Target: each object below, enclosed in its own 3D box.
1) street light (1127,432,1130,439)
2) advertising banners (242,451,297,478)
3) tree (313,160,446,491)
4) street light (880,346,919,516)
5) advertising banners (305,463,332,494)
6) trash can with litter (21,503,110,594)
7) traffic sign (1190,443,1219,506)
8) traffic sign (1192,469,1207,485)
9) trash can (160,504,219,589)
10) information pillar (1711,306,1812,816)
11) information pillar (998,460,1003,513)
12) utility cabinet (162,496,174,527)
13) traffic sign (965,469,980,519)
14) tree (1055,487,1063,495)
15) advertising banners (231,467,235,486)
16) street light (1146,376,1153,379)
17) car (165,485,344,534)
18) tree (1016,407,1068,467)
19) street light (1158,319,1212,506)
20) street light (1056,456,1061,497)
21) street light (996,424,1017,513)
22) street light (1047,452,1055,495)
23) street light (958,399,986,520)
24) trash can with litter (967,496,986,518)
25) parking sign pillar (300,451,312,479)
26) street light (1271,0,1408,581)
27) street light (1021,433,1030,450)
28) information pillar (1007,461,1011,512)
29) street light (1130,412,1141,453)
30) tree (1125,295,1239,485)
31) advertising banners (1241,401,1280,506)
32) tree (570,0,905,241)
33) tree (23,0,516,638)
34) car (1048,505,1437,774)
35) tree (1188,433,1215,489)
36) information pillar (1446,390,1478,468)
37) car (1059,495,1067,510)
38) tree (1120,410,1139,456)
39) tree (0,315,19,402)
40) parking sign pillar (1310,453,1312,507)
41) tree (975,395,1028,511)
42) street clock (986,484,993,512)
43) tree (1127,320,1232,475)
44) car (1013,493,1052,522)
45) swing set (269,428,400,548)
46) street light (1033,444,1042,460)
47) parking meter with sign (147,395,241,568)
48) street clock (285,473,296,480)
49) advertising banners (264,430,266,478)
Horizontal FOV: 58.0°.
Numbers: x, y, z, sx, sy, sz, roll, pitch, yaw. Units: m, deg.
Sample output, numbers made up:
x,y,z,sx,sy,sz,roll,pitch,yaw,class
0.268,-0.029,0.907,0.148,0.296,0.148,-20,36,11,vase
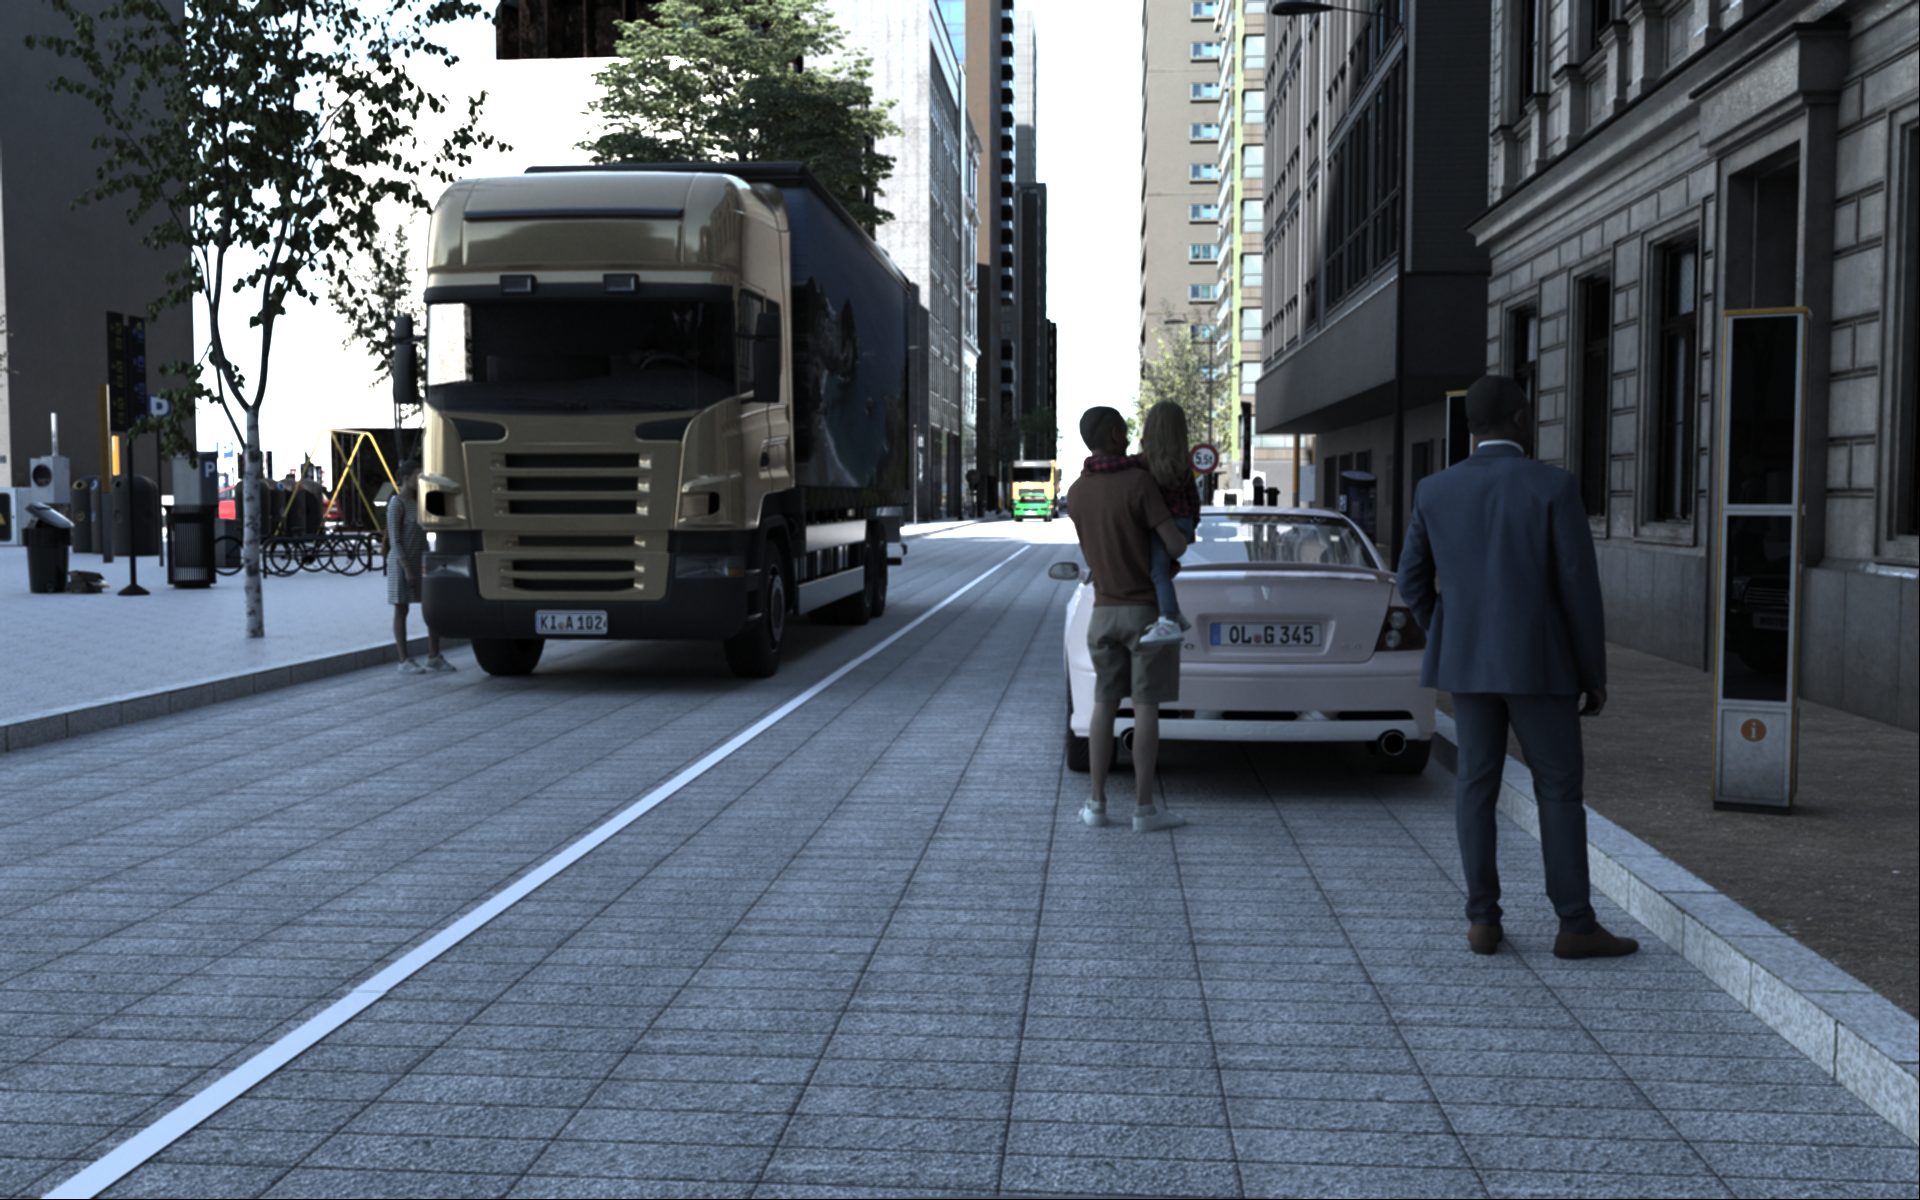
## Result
x,y,z,sx,sy,sz,roll,pitch,yaw,class
13.070,-9.566,128.947,1.470,5.913,1.316,0,4,5,street light
-26.558,-4.317,66.776,2.074,3.025,0.090,-1,4,-11,advertising banners
-12.108,-5.372,38.187,4.360,8.622,3.978,0,3,0,tree
-1.972,-5.023,54.668,1.470,5.913,1.316,0,4,5,street light
-35.644,-6.174,97.129,2.074,3.025,0.090,-2,4,-35,advertising banners
-11.617,-0.682,22.537,1.055,1.170,0.624,0,4,7,trash can with litter
6.154,-2.667,43.707,0.768,2.556,0.104,1,4,14,traffic sign
6.254,-2.599,46.131,0.795,2.450,0.064,0,4,5,traffic sign
-10.483,-0.732,23.615,0.748,1.137,0.748,0,3,0,trash can
3.248,-0.155,7.021,0.304,2.012,0.304,2,4,29,information pillar
2.774,-7.893,120.401,0.183,3.616,0.504,-2,4,-35,information pillar
-30.709,-3.405,66.827,1.020,1.237,0.306,-2,4,-34,utility cabinet
0.644,-5.424,88.794,0.768,2.556,0.104,1,4,14,traffic sign
14.644,-16.288,260.910,1.663,3.219,1.824,0,3,0,tree
-46.301,-7.026,111.061,0.090,3.025,2.074,0,4,0,advertising banners
8.029,-5.865,68.435,1.470,5.913,1.316,0,4,5,street light
-21.743,-2.731,53.320,5.304,1.827,2.281,0,4,4,car
8.978,-17.125,205.753,9.928,11.665,9.643,0,3,0,tree
6.114,-4.499,46.093,1.470,5.913,1.316,0,4,5,street light
11.387,-14.757,213.812,1.470,5.913,1.316,0,4,5,street light
3.030,-8.658,114.094,1.470,5.913,1.316,0,4,5,street light
9.418,-13.358,190.937,1.470,5.913,1.316,0,4,5,street light
0.567,-6.843,84.423,1.470,5.913,1.316,0,4,5,street light
0.902,-5.060,94.123,1.055,1.170,0.624,0,4,-2,trash can with litter
-40.606,-7.289,107.649,1.447,3.967,1.447,-3,4,-36,parking sign pillar
3.627,-2.684,16.424,1.470,5.913,1.316,0,4,5,street light
4.467,-9.710,131.305,1.470,5.913,1.316,0,4,5,street light
3.429,-7.953,121.387,0.183,3.616,0.504,2,4,26,information pillar
10.547,-7.707,98.543,1.470,5.913,1.316,0,4,5,street light
8.321,-6.915,63.428,4.360,8.622,3.978,0,3,0,tree
5.806,-2.287,33.574,0.090,3.025,2.074,2,4,31,advertising banners
-4.597,-7.157,35.137,7.486,12.596,7.792,0,3,0,tree
-6.278,-3.984,15.502,4.737,8.622,4.395,0,3,0,tree
1.556,0.127,10.285,2.083,1.381,4.827,0,4,4,car
11.055,-6.155,84.354,4.285,4.588,4.351,0,3,0,tree
3.689,-0.485,12.420,0.304,2.012,0.304,-2,4,-23,information pillar
9.621,-8.651,153.810,2.083,1.381,4.827,0,4,6,car
21.373,-17.628,213.968,9.928,11.665,9.643,0,3,0,tree
-27.459,-5.842,45.872,4.360,8.622,3.978,0,3,0,tree
16.625,-5.529,78.878,1.447,3.967,1.447,3,4,38,parking sign pillar
2.975,-10.870,128.093,4.360,8.622,3.978,0,3,0,tree
2.122,-7.250,123.113,0.471,2.002,0.358,0,4,6,street clock
9.047,-7.532,73.513,4.737,8.622,4.395,0,3,0,tree
3.763,-4.899,88.895,1.959,1.807,4.718,0,4,6,car
-15.075,-2.749,42.564,2.862,2.851,3.119,0,4,0,swing set
6.973,-11.532,161.081,1.470,5.913,1.316,0,4,5,street light
-13.376,-2.081,30.289,1.738,3.016,0.543,1,4,22,parking meter with sign
-23.316,-3.411,60.333,0.358,2.002,0.471,0,4,-3,street clock
-19.129,-3.154,47.757,0.090,3.025,2.074,-1,4,-20,advertising banners
